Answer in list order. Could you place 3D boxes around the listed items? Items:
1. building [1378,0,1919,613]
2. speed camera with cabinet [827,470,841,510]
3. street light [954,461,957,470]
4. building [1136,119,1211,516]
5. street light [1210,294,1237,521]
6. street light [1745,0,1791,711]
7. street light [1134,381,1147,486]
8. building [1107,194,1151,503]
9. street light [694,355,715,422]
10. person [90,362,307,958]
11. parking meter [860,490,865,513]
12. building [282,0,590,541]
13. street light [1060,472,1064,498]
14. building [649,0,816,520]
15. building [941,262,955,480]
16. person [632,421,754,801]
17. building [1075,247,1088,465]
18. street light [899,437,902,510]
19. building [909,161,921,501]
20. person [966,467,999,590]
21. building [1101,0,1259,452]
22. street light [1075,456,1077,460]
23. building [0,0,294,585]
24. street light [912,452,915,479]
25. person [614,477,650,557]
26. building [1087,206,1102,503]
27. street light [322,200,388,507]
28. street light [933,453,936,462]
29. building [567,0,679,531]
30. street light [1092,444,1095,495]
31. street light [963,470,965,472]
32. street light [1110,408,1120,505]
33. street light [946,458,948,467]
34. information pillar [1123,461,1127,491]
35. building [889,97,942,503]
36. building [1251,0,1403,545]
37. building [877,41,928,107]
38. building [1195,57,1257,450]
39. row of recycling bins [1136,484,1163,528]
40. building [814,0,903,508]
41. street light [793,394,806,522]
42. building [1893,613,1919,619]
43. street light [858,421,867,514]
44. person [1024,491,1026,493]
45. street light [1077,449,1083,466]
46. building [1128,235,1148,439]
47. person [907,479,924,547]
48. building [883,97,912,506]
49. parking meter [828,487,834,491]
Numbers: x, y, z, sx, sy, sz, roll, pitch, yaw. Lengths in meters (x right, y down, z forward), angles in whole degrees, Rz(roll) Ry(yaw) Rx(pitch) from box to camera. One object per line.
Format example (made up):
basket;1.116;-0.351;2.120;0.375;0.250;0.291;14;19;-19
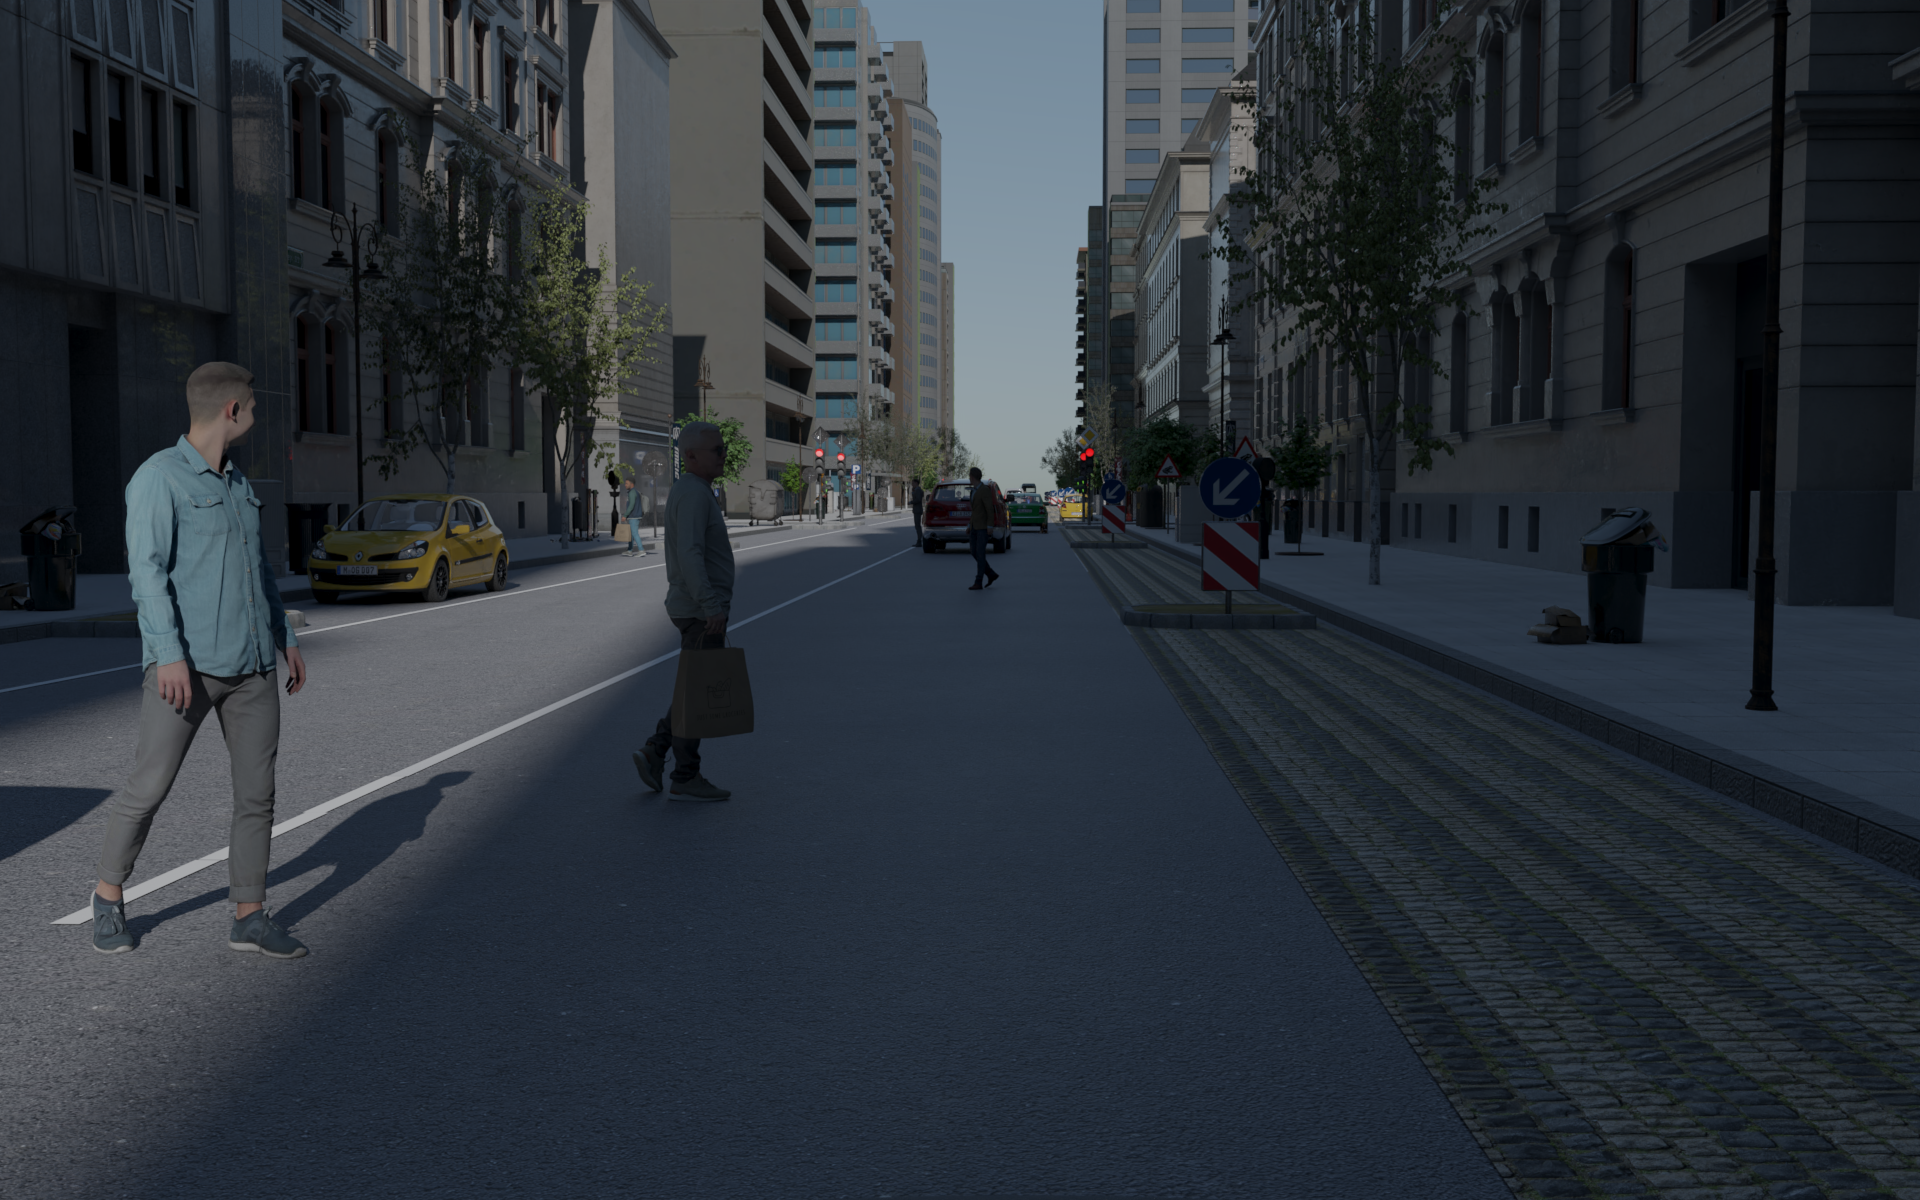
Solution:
building;16.158;-14.826;29.791;14.401;28.519;23.554;0;4;2
speed camera with cabinet;-10.487;-9.118;143.412;0.660;3.252;2.038;2;4;32
street light;-0.711;-16.311;239.466;0.468;5.910;1.993;0;4;2
building;20.465;-17.143;113.571;16.112;22.955;30.059;0;4;2
street light;6.084;-4.123;40.198;0.468;5.910;1.993;0;4;2
street light;4.775;-2.285;10.141;0.468;5.910;1.993;0;4;2
street light;7.340;-5.988;70.695;0.468;5.910;1.993;0;4;2
building;21.381;-24.293;168.893;14.160;30.474;14.107;0;4;2
street light;-8.470;-5.184;57.553;0.468;5.910;1.993;0;4;2
person;-2.382;0.179;5.433;0.748;1.841;0.638;2;4;28
parking meter;-6.578;-6.609;116.467;0.372;1.533;0.369;0;3;0
building;-19.065;-15.729;44.561;14.401;28.519;23.554;0;4;2
street light;16.359;-18.945;282.537;0.468;5.910;1.993;0;4;2
building;-20.025;-28.895;96.134;21.300;48.544;21.600;0;4;2
building;-8.266;-37.557;297.643;14.154;41.232;14.086;0;4;2
person;-1.242;0.062;7.980;0.515;1.767;0.782;-1;4;-14
building;31.017;-39.359;298.147;22.147;44.769;28.867;0;4;2
street light;-4.771;-10.282;140.890;0.468;5.910;1.993;0;4;2
building;-12.182;-32.012;206.983;14.154;41.232;14.086;0;4;2
person;0.305;-1.087;26.188;0.656;1.842;0.836;2;4;34
building;26.099;-39.618;189.746;21.231;58.520;28.212;0;4;2
street light;11.456;-12.035;169.558;0.468;5.910;1.993;0;4;2
building;-19.196;-12.528;22.858;12.078;24.808;19.932;0;4;2
street light;-4.194;-11.230;156.394;0.468;5.910;1.993;0;4;2
person;-7.451;-1.885;39.297;0.713;1.824;0.794;1;4;18
building;25.106;-34.460;247.011;14.154;41.232;14.086;0;4;2
street light;-9.587;-3.352;27.598;0.468;5.910;1.993;0;4;2
street light;-2.824;-13.139;187.617;0.468;5.910;1.993;0;4;2
building;-20.413;-13.153;64.204;18.267;20.994;9.793;0;4;2
street light;9.625;-9.231;123.716;0.468;5.910;1.993;0;4;2
street light;0.651;-18.142;269.409;0.468;5.910;1.993;0;4;2
street light;8.331;-7.358;93.086;0.468;5.910;1.993;0;4;2
street light;-1.641;-14.990;217.868;0.468;5.910;1.993;0;4;2
information pillar;11.606;-8.023;122.526;0.504;3.616;0.183;-3;4;-38
building;-13.964;-43.626;255.279;21.231;58.520;28.212;0;4;2
building;16.543;-15.746;54.709;12.463;27.353;25.104;0;4;2
building;-13.462;-51.438;279.258;20.563;71.187;20.611;0;4;2
building;22.098;-15.706;85.675;19.941;23.489;11.050;0;4;2
row of recycling bins;7.467;-3.718;67.908;1.069;1.692;3.534;0;4;3
building;-18.193;-33.692;170.468;23.786;49.044;30.456;0;4;2
street light;-7.370;-6.556;79.977;0.468;5.910;1.993;0;4;2
building;15.576;-13.372;6.030;14.401;28.519;23.554;0;4;2
street light;-6.182;-8.388;109.929;0.468;5.910;1.993;0;4;2
person;6.554;-10.011;173.125;0.756;1.711;0.436;-1;4;-9
street light;10.850;-11.069;153.765;0.468;5.910;1.993;0;4;2
building;20.595;-21.033;141.154;12.463;27.353;25.104;0;4;2
person;-1.212;-2.368;47.016;0.447;1.846;0.655;0;4;1
building;-12.709;-33.183;192.656;14.600;45.320;14.200;0;4;2
parking meter;-9.684;-7.617;130.252;0.255;1.863;0.399;2;4;34
